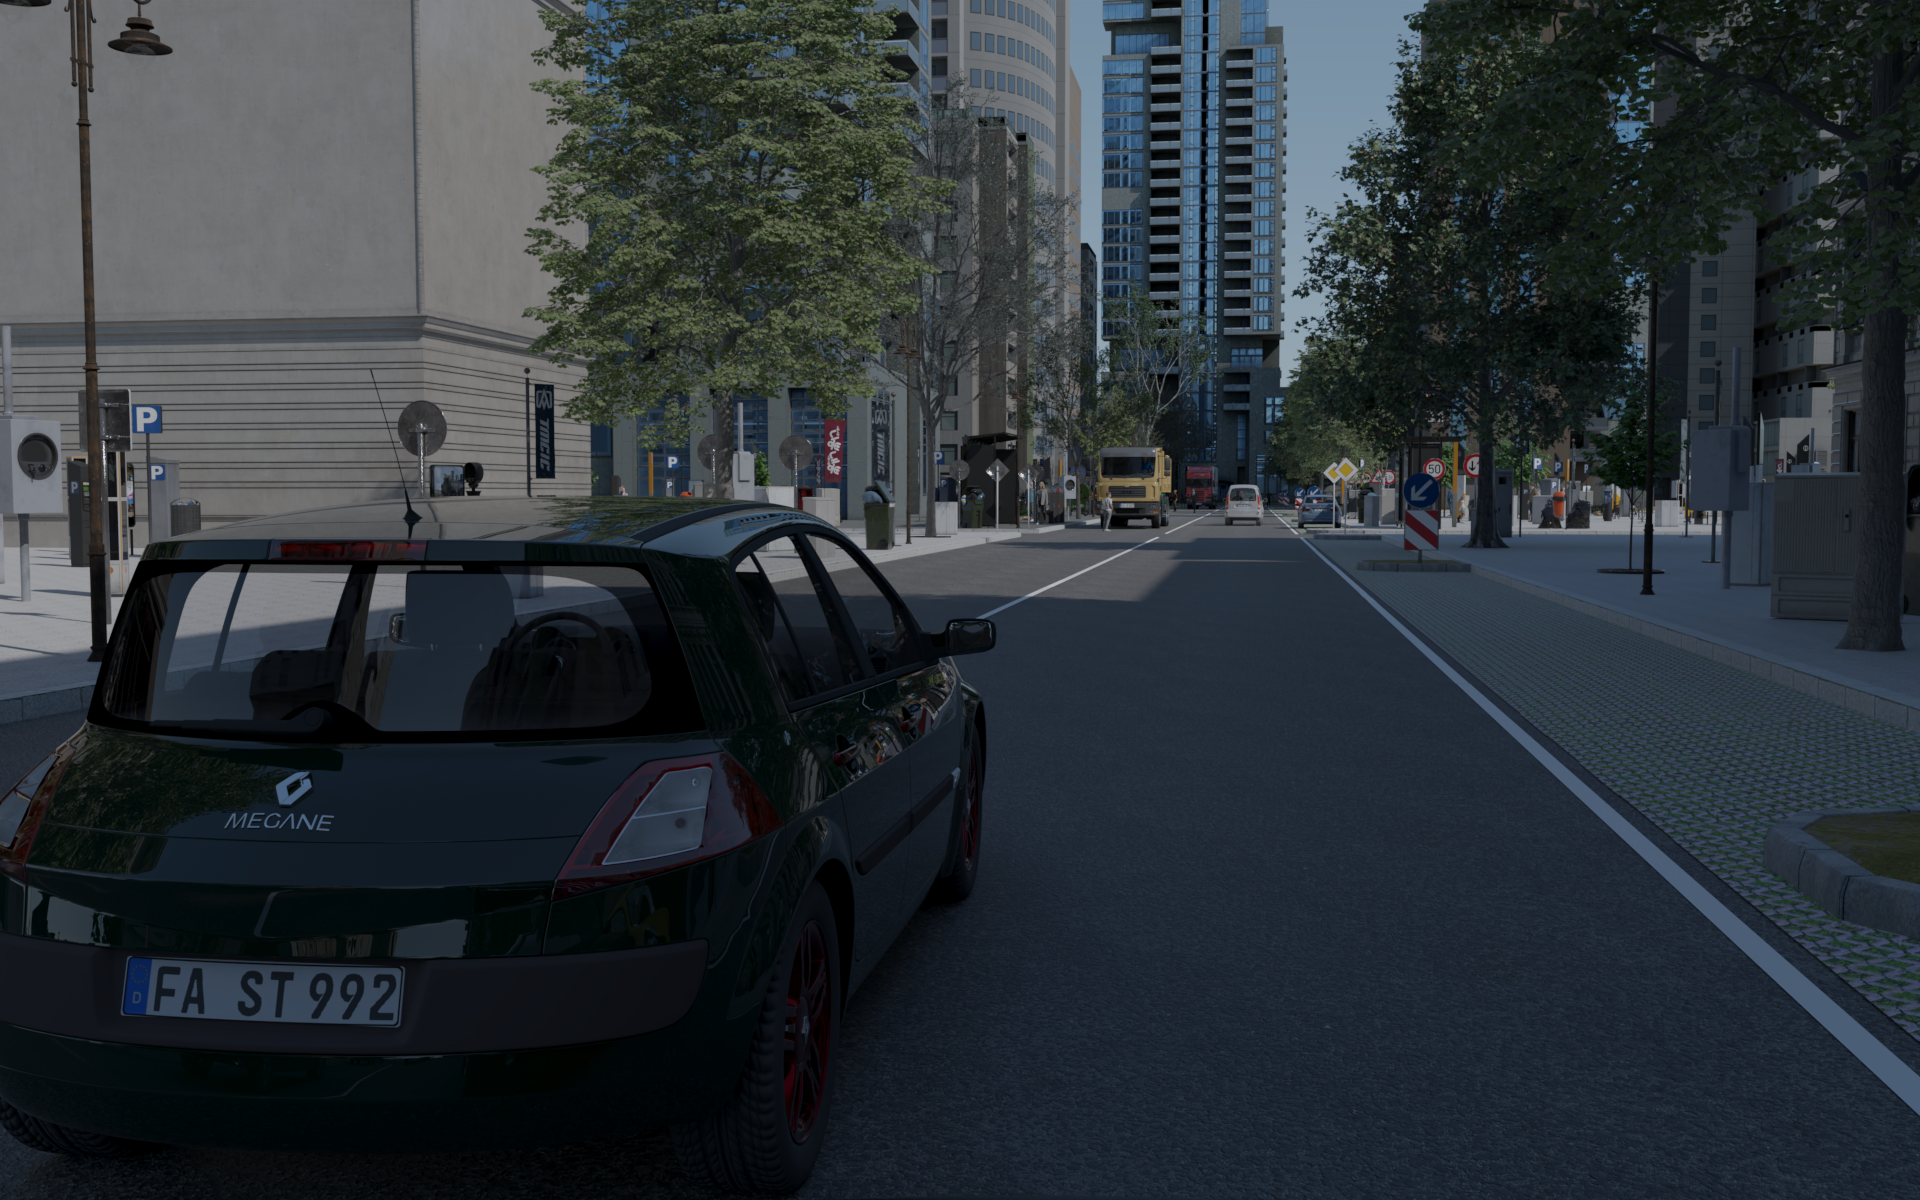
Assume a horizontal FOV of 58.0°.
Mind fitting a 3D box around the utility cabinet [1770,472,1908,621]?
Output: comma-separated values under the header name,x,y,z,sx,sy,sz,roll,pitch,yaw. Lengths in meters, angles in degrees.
name,x,y,z,sx,sy,sz,roll,pitch,yaw
utility cabinet,8.881,-0.541,17.522,1.173,1.500,0.318,3,4,36

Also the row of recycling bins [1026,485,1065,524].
name,x,y,z,sx,sy,sz,roll,pitch,yaw
row of recycling bins,3.911,-4.253,76.648,1.069,1.692,3.534,1,4,14

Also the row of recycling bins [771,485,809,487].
name,x,y,z,sx,sy,sz,roll,pitch,yaw
row of recycling bins,-8.575,-4.533,81.230,3.534,1.692,1.069,1,4,16

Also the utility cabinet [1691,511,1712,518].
name,x,y,z,sx,sy,sz,roll,pitch,yaw
utility cabinet,39.243,-5.085,91.814,0.318,1.500,1.173,-1,4,-19

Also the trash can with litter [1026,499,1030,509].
name,x,y,z,sx,sy,sz,roll,pitch,yaw
trash can with litter,4.014,-5.658,103.566,1.678,1.210,2.233,0,4,-8

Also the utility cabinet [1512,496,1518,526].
name,x,y,z,sx,sy,sz,roll,pitch,yaw
utility cabinet,22.099,-3.561,69.387,0.306,1.237,1.020,2,4,26

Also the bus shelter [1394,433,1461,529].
name,x,y,z,sx,sy,sz,roll,pitch,yaw
bus shelter,17.817,-5.458,66.869,2.179,5.291,8.768,1,4,9

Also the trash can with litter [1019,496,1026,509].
name,x,y,z,sx,sy,sz,roll,pitch,yaw
trash can with litter,4.158,-6.195,112.674,0.624,1.170,1.055,2,4,24

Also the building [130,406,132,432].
name,x,y,z,sx,sy,sz,roll,pitch,yaw
building,-53.579,-26.998,91.529,14.200,45.320,14.600,1,4,10

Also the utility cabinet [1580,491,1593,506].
name,x,y,z,sx,sy,sz,roll,pitch,yaw
utility cabinet,45.694,-7.222,126.756,1.173,1.500,0.318,1,4,17

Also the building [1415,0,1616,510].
name,x,y,z,sx,sy,sz,roll,pitch,yaw
building,46.708,-30.414,147.372,14.600,45.320,14.200,1,4,10

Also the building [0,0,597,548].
name,x,y,z,sx,sy,sz,roll,pitch,yaw
building,-21.048,-12.807,45.558,21.152,22.565,11.583,1,4,10

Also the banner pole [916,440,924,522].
name,x,y,z,sx,sy,sz,roll,pitch,yaw
banner pole,-1.910,-5.545,80.683,0.401,3.779,0.863,0,4,5

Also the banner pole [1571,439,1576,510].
name,x,y,z,sx,sy,sz,roll,pitch,yaw
banner pole,27.804,-5.412,78.504,0.401,3.779,0.863,1,4,9

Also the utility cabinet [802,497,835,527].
name,x,y,z,sx,sy,sz,roll,pitch,yaw
utility cabinet,-2.806,-1.434,34.614,0.306,1.237,1.020,1,4,18

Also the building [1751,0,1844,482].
name,x,y,z,sx,sy,sz,roll,pitch,yaw
building,95.320,-36.014,178.073,27.495,52.752,28.713,1,4,10

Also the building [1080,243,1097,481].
name,x,y,z,sx,sy,sz,roll,pitch,yaw
building,8.669,-26.264,201.122,14.107,30.474,14.160,1,4,10

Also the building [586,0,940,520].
name,x,y,z,sx,sy,sz,roll,pitch,yaw
building,-12.948,-48.104,99.172,22.319,86.520,31.000,1,4,10

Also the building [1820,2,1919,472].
name,x,y,z,sx,sy,sz,roll,pitch,yaw
building,25.010,-10.341,33.696,10.561,19.102,19.286,1,4,10

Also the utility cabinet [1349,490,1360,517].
name,x,y,z,sx,sy,sz,roll,pitch,yaw
utility cabinet,22.042,-5.303,95.385,1.173,1.500,0.318,2,4,27

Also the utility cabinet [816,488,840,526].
name,x,y,z,sx,sy,sz,roll,pitch,yaw
utility cabinet,-5.196,-3.650,68.358,0.318,1.500,1.173,2,4,32

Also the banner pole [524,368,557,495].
name,x,y,z,sx,sy,sz,roll,pitch,yaw
banner pole,-8.404,-2.723,34.531,0.401,3.779,0.863,3,5,42

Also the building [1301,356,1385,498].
name,x,y,z,sx,sy,sz,roll,pitch,yaw
building,61.704,-24.093,238.966,28.899,21.520,27.650,1,4,10

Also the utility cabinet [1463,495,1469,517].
name,x,y,z,sx,sy,sz,roll,pitch,yaw
utility cabinet,28.640,-5.341,98.488,0.306,1.237,1.020,3,4,37

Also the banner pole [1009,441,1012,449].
name,x,y,z,sx,sy,sz,roll,pitch,yaw
banner pole,2.222,-5.291,76.530,0.401,3.779,0.863,1,4,13

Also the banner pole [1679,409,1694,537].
name,x,y,z,sx,sy,sz,roll,pitch,yaw
banner pole,21.395,-3.736,51.100,0.401,3.779,0.863,3,5,42

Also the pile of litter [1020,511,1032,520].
name,x,y,z,sx,sy,sz,roll,pitch,yaw
pile of litter,3.667,-4.465,86.961,1.176,0.858,1.719,-2,4,-30

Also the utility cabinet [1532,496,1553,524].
name,x,y,z,sx,sy,sz,roll,pitch,yaw
utility cabinet,24.739,-3.797,73.246,0.306,1.237,1.020,-3,5,-43

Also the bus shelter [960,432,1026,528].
name,x,y,z,sx,sy,sz,roll,pitch,yaw
bus shelter,1.363,-4.736,68.724,1.731,3.624,6.357,1,4,10

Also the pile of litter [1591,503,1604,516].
name,x,y,z,sx,sy,sz,roll,pitch,yaw
pile of litter,37.814,-5.393,102.144,1.719,0.858,1.176,-2,4,-29

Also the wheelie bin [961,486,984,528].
name,x,y,z,sx,sy,sz,roll,pitch,yaw
wheelie bin,0.508,-3.484,64.874,0.980,1.594,0.693,-3,5,-44

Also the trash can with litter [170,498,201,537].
name,x,y,z,sx,sy,sz,roll,pitch,yaw
trash can with litter,-14.259,-1.335,32.887,2.233,1.210,1.678,-2,4,-29

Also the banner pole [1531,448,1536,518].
name,x,y,z,sx,sy,sz,roll,pitch,yaw
banner pole,27.843,-5.754,84.091,0.401,3.779,0.863,0,4,6

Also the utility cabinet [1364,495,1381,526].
name,x,y,z,sx,sy,sz,roll,pitch,yaw
utility cabinet,16.434,-3.544,69.114,0.306,1.237,1.020,0,4,-6

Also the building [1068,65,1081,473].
name,x,y,z,sx,sy,sz,roll,pitch,yaw
building,4.676,-32.173,176.135,14.600,45.320,14.200,1,4,10

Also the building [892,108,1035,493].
name,x,y,z,sx,sy,sz,roll,pitch,yaw
building,-2.041,-22.135,133.606,14.160,30.474,14.107,1,4,10

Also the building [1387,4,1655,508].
name,x,y,z,sx,sy,sz,roll,pitch,yaw
building,54.568,-52.293,167.667,22.319,86.520,31.000,1,4,10

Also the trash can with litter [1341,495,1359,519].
name,x,y,z,sx,sy,sz,roll,pitch,yaw
trash can with litter,20.619,-4.765,88.971,2.233,1.210,1.678,1,4,8

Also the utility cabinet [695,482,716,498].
name,x,y,z,sx,sy,sz,roll,pitch,yaw
utility cabinet,-4.693,-1.438,32.188,0.318,1.500,1.173,-1,4,-15

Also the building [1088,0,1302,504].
name,x,y,z,sx,sy,sz,roll,pitch,yaw
building,31.765,-56.690,239.548,31.000,86.520,22.319,1,4,10

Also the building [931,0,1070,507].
name,x,y,z,sx,sy,sz,roll,pitch,yaw
building,-2.125,-37.507,155.238,21.231,58.520,28.212,1,4,10

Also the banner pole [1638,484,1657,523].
name,x,y,z,sx,sy,sz,roll,pitch,yaw
banner pole,31.075,-5.392,78.172,0.863,3.779,0.401,0,4,4

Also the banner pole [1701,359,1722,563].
name,x,y,z,sx,sy,sz,roll,pitch,yaw
banner pole,14.213,-2.599,32.506,0.401,3.779,0.863,2,4,31

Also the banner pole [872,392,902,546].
name,x,y,z,sx,sy,sz,roll,pitch,yaw
banner pole,-1.820,-3.222,42.700,0.863,3.779,0.401,3,4,36

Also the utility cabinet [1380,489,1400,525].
name,x,y,z,sx,sy,sz,roll,pitch,yaw
utility cabinet,18.078,-3.867,71.902,1.173,1.500,0.318,0,4,1

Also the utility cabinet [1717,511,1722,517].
name,x,y,z,sx,sy,sz,roll,pitch,yaw
utility cabinet,41.603,-5.301,95.352,1.173,1.500,0.318,1,4,14

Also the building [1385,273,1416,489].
name,x,y,z,sx,sy,sz,roll,pitch,yaw
building,54.339,-25.721,192.247,14.160,30.474,14.107,1,4,10

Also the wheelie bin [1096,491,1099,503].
name,x,y,z,sx,sy,sz,roll,pitch,yaw
wheelie bin,10.823,-7.718,134.094,0.980,1.594,0.693,-3,5,-43

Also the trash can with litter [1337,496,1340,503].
name,x,y,z,sx,sy,sz,roll,pitch,yaw
trash can with litter,23.670,-5.943,108.560,0.624,1.170,1.055,0,4,1

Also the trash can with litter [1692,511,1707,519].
name,x,y,z,sx,sy,sz,roll,pitch,yaw
trash can with litter,38.494,-4.826,90.298,1.055,1.170,0.624,-3,4,-36

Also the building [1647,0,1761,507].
name,x,y,z,sx,sy,sz,roll,pitch,yaw
building,72.178,-45.756,186.363,20.611,71.187,20.563,1,4,10

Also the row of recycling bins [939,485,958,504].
name,x,y,z,sx,sy,sz,roll,pitch,yaw
row of recycling bins,0.151,-4.606,82.414,3.534,1.692,1.069,3,5,43

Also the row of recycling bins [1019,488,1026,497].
name,x,y,z,sx,sy,sz,roll,pitch,yaw
row of recycling bins,3.381,-6.576,114.635,3.534,1.692,1.069,1,4,22
